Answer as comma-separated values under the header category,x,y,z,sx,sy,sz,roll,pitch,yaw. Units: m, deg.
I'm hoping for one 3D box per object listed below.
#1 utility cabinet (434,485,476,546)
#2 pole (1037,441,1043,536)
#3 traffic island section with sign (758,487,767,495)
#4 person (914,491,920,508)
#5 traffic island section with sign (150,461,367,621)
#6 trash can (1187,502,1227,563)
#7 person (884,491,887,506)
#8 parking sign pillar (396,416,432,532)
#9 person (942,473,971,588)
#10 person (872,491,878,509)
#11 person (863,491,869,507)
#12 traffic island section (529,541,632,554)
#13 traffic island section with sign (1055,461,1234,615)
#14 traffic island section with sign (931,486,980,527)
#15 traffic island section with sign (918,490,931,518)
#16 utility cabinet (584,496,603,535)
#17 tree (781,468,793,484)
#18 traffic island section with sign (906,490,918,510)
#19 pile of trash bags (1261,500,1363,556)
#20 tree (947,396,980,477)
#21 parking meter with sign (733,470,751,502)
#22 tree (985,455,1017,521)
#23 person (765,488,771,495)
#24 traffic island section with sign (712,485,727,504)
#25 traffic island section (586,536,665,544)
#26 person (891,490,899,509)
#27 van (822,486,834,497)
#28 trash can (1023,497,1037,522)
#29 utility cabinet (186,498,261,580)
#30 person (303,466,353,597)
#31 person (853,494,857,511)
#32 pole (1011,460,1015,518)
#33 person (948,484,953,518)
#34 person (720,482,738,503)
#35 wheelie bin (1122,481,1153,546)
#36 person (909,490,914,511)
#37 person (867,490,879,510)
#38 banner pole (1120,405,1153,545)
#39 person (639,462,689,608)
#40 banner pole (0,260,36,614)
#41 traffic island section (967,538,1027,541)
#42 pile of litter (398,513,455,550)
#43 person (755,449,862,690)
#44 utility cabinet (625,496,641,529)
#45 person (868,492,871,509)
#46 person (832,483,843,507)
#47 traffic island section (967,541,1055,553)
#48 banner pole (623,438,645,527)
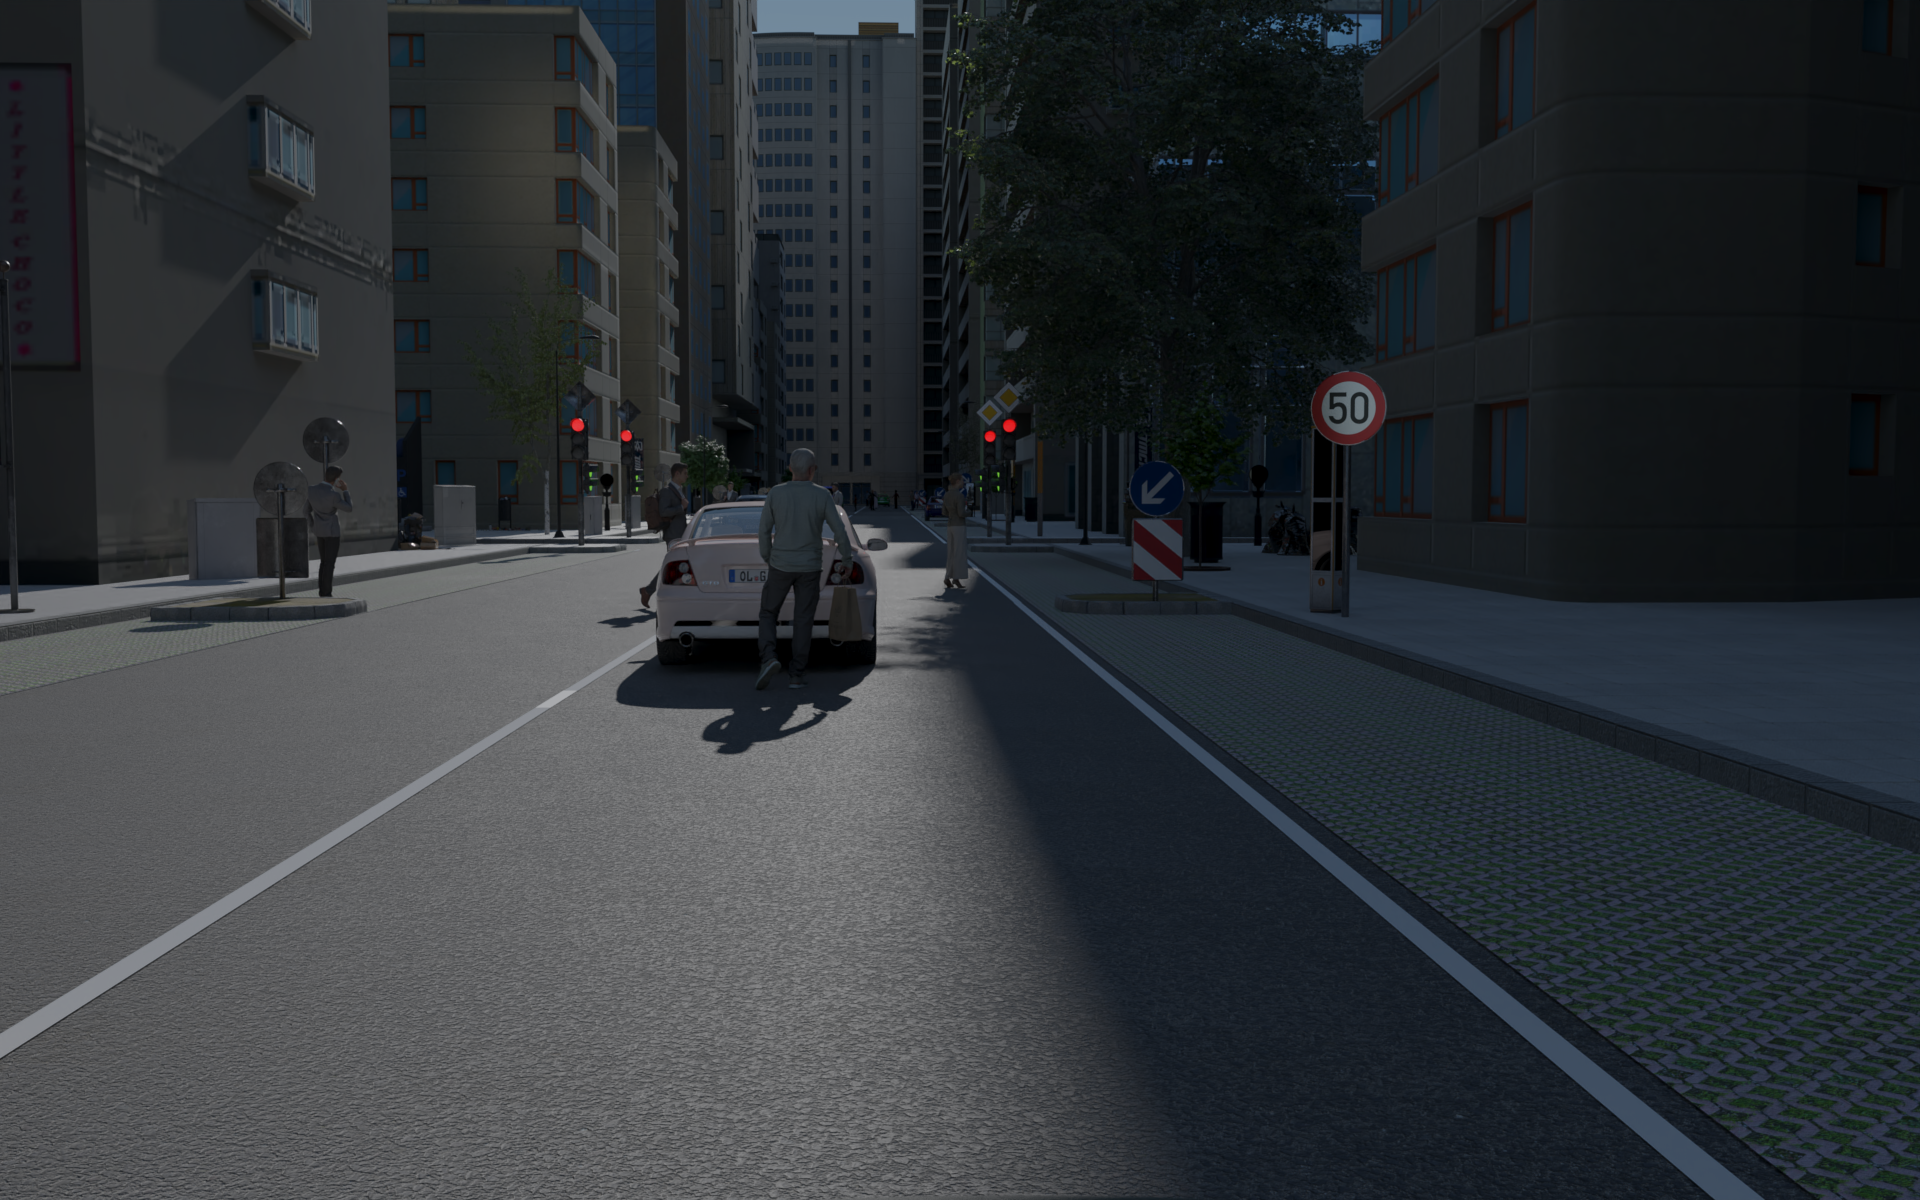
category,x,y,z,sx,sy,sz,roll,pitch,yaw
utility cabinet,-12.480,-2.090,42.850,0.318,1.500,1.173,2,4,25
pole,2.425,-3.578,52.347,0.158,3.312,0.155,0,3,0
traffic island section with sign,-11.716,-5.819,103.771,1.989,1.847,2.006,0,4,-2
person,-4.102,-9.442,163.818,0.756,1.711,0.436,3,4,38
traffic island section with sign,-8.148,-0.721,20.417,1.989,1.847,2.006,0,4,-2
trash can,4.602,-1.265,32.333,0.748,1.137,0.748,0,3,0
person,-8.805,-11.801,201.998,0.434,1.755,0.990,2,4,25
parking sign pillar,-18.940,-4.346,59.529,1.447,3.967,1.447,0,4,5
person,-0.021,-1.061,26.397,0.362,1.759,0.519,-2,4,-34
person,-8.130,-9.590,165.962,0.621,1.740,0.551,2,4,33
person,-10.637,-11.610,198.305,0.705,1.826,1.348,-3,5,-45
traffic island section,-9.443,-1.274,43.106,2.009,0.180,2.903,0,4,-2
traffic island section with sign,2.202,-0.778,21.350,1.989,1.847,2.006,0,4,-2
traffic island section with sign,-0.141,-4.127,76.111,1.989,1.847,2.006,0,4,-2
traffic island section with sign,-1.307,-5.775,103.041,1.989,1.847,2.006,0,4,-2
utility cabinet,-11.620,-2.672,54.844,0.306,1.237,1.020,-2,4,-29
tree,-17.596,-12.307,184.930,4.285,4.588,4.351,0,3,0
traffic island section with sign,-4.613,-10.503,180.356,1.989,1.847,2.006,0,4,-2
pile of trash bags,7.538,-1.627,36.349,1.912,1.369,3.447,0,4,-1
tree,0.765,-10.986,129.979,4.360,8.622,3.978,0,3,0
parking meter with sign,-15.404,-7.848,124.574,1.738,3.016,0.543,0,4,2
tree,1.631,-5.420,83.224,1.663,3.219,1.824,0,3,0
person,-10.896,-5.691,101.772,1.509,1.804,0.699,2,4,31
traffic island section with sign,-10.546,-4.140,76.324,1.989,1.847,2.006,0,4,-2
traffic island section,-9.784,-1.762,51.084,2.009,0.180,2.903,0,4,-2
person,-6.229,-9.726,167.478,0.705,1.831,1.348,2,4,35
van,-10.465,-7.860,132.900,2.240,2.365,5.245,0,4,-4
trash can,3.283,-4.170,79.832,0.748,1.137,0.748,0,3,0
utility cabinet,-11.150,-0.924,26.266,0.306,1.237,1.020,3,5,41
person,-8.305,-0.862,22.781,0.592,1.802,0.473,3,4,38
person,-8.685,-8.065,143.616,0.557,1.426,1.065,1,4,9
pole,2.831,-6.010,92.101,0.158,3.312,0.155,0,3,0
person,-0.220,-3.574,67.155,0.699,1.804,1.509,1,4,16
person,-7.657,-3.001,57.536,0.622,1.834,0.822,-1,4,-12
wheelie bin,4.408,-2.112,42.437,0.980,1.594,0.693,2,4,26
person,-4.210,-8.452,147.219,0.750,1.759,0.617,2,4,32
person,-7.615,-8.722,151.233,1.348,1.807,0.705,-3,5,-45
banner pole,4.505,-3.308,44.098,0.863,3.779,0.401,0,4,-1
person,-3.628,-0.821,21.884,0.822,1.834,0.622,0,4,-4
banner pole,-10.246,-1.738,18.427,0.401,3.779,0.863,0,4,0
traffic island section,0.898,-1.789,51.534,2.009,0.180,2.903,0,4,-2
pile of litter,-12.565,-1.591,39.985,1.719,0.858,1.176,0,4,-5
person,-1.114,-0.231,12.766,0.782,1.767,0.515,0,4,-2
utility cabinet,-12.190,-3.263,64.506,0.306,1.237,1.020,0,4,8
person,-8.958,-9.882,171.546,0.415,1.643,0.593,-3,5,-40
person,-3.930,-2.864,55.606,0.850,1.792,0.678,-2,4,-31
traffic island section,1.239,-1.301,43.557,2.009,0.180,2.903,0,4,-2
banner pole,-12.850,-4.784,68.238,0.863,3.779,0.401,-1,4,-10
